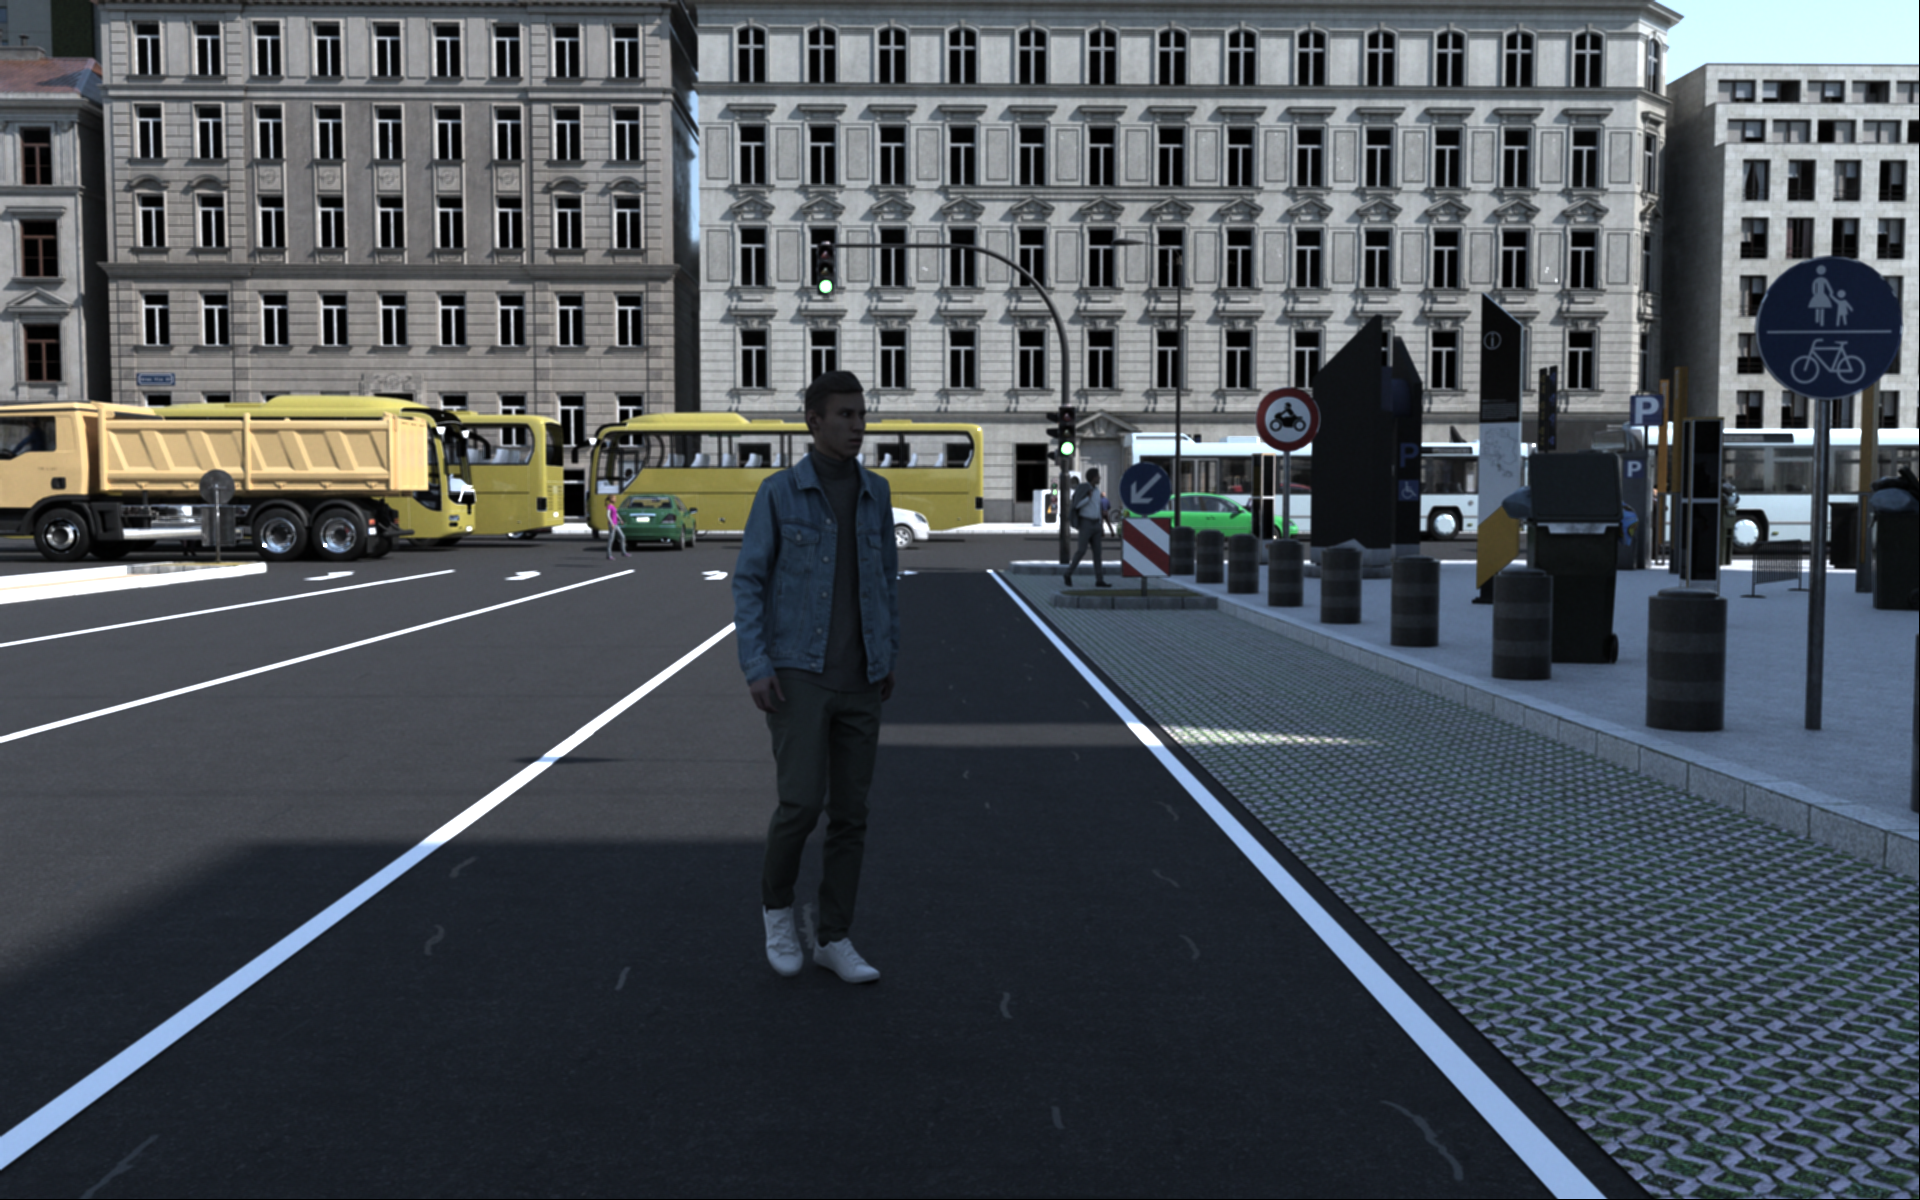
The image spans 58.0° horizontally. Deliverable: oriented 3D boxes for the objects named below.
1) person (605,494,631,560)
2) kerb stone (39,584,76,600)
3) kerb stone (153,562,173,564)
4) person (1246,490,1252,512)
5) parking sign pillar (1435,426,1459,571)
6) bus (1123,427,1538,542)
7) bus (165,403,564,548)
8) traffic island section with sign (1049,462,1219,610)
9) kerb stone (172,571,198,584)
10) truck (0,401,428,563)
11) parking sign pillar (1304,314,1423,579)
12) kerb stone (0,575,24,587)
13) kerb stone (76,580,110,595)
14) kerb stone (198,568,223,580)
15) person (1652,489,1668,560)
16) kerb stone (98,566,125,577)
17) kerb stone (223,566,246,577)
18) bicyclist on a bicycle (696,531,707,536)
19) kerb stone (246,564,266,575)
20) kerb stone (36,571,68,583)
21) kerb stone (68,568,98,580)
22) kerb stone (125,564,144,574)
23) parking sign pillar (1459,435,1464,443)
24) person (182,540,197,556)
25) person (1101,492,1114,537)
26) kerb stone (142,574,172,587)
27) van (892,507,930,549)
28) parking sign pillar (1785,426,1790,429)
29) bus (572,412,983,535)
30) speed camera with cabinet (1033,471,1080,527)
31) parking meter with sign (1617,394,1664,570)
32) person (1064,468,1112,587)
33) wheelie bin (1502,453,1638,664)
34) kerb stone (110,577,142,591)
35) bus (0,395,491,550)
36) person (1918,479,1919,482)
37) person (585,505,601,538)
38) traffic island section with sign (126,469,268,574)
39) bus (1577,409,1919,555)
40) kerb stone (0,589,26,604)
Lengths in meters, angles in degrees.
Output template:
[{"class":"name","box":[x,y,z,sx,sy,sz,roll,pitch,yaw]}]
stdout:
[{"class":"person","box":[-7.475,-1.608,38.032,0.776,1.435,0.726,0,4,5]},{"class":"kerb stone","box":[-12.576,-0.103,23.966,0.120,0.150,1.000,0,4,-1]},{"class":"kerb stone","box":[-14.872,-0.605,32.127,0.120,0.150,1.000,0,4,-1]},{"class":"person","box":[8.137,-2.292,48.043,0.319,1.574,0.516,3,5,44]},{"class":"parking sign pillar","box":[7.336,-2.479,29.012,1.447,3.967,1.447,0,4,-2]},{"class":"bus","box":[11.755,-3.570,53.235,13.247,3.499,2.948,0,4,-1]},{"class":"bus","box":[-17.213,-3.411,47.324,12.252,3.916,2.896,0,4,-1]},{"class":"traffic island section with sign","box":[2.177,-0.835,22.274,1.989,1.847,2.006,0,4,-1]},{"class":"kerb stone","box":[-12.670,-0.360,28.093,0.120,0.150,1.000,0,4,-1]},{"class":"truck","box":[-16.738,-2.539,37.439,9.791,3.379,3.469,0,4,-2]},{"class":"parking sign pillar","box":[6.036,-2.338,26.707,1.447,3.967,1.447,-2,4,-34]},{"class":"kerb stone","box":[-14.746,-0.292,26.966,0.120,0.150,1.000,0,4,-1]},{"class":"kerb stone","box":[-12.598,-0.172,25.005,0.120,0.150,1.000,0,4,-1]},{"class":"kerb stone","box":[-12.697,-0.424,29.121,0.120,0.150,1.000,0,4,-1]},{"class":"person","box":[14.843,-1.597,36.881,0.388,1.546,0.482,3,4,36]},{"class":"kerb stone","box":[-14.823,-0.481,30.061,0.120,0.150,1.000,0,4,-1]},{"class":"kerb stone","box":[-12.720,-0.479,30.148,0.120,0.150,1.000,0,4,-1]},{"class":"bicyclist on a bicycle","box":[-9.322,-2.975,58.664,1.625,1.676,1.499,0,4,0]},{"class":"kerb stone","box":[-12.751,-0.547,31.174,0.120,0.150,1.000,0,4,-1]},{"class":"kerb stone","box":[-14.770,-0.355,28.000,0.120,0.150,1.000,0,4,-1]},{"class":"kerb stone","box":[-14.800,-0.418,29.035,0.120,0.150,1.000,0,4,-1]},{"class":"kerb stone","box":[-14.845,-0.543,31.101,0.120,0.150,1.000,0,4,-1]},{"class":"parking sign pillar","box":[19.370,-4.851,67.780,1.447,3.967,1.447,-1,4,-8]},{"class":"person","box":[-17.977,-1.791,40.485,0.574,1.496,0.600,2,4,24]},{"class":"person","box":[4.822,-2.838,57.600,0.574,1.496,0.600,0,4,-3]},{"class":"kerb stone","box":[-12.640,-0.298,27.067,0.120,0.150,1.000,0,4,-1]},{"class":"van","box":[-2.848,-2.356,45.539,4.112,2.044,2.013,0,4,-2]},{"class":"parking sign pillar","box":[32.146,-4.911,68.775,1.447,3.967,1.447,0,4,8]},{"class":"bus","box":[-5.424,-3.753,52.905,12.252,3.916,2.896,0,4,0]},{"class":"speed camera with cabinet","box":[3.842,-4.545,68.648,2.038,3.252,0.660,-3,4,-38]},{"class":"parking meter with sign","box":[11.630,-2.051,29.795,0.543,3.016,1.738,2,4,32]},{"class":"person","box":[1.943,-1.101,26.608,0.850,1.850,0.679,3,5,39]},{"class":"wheelie bin","box":[4.675,-0.333,13.345,0.980,1.594,0.693,1,4,12]},{"class":"kerb stone","box":[-12.626,-0.233,26.035,0.120,0.150,1.000,0,4,-1]},{"class":"bus","box":[-18.321,-3.186,43.636,12.252,3.916,2.896,0,4,-3]},{"class":"person","box":[21.702,-1.859,39.249,0.694,1.780,0.624,0,4,-5]},{"class":"person","box":[-11.862,-2.787,56.272,0.614,1.554,0.590,0,4,3]},{"class":"traffic island section with sign","box":[-13.805,-1.437,31.638,2.006,1.907,1.989,0,4,-1]},{"class":"bus","box":[21.288,-2.877,41.893,13.247,3.499,2.948,0,3,0]},{"class":"kerb stone","box":[-12.550,-0.045,22.939,0.120,0.150,1.000,0,4,-1]}]
